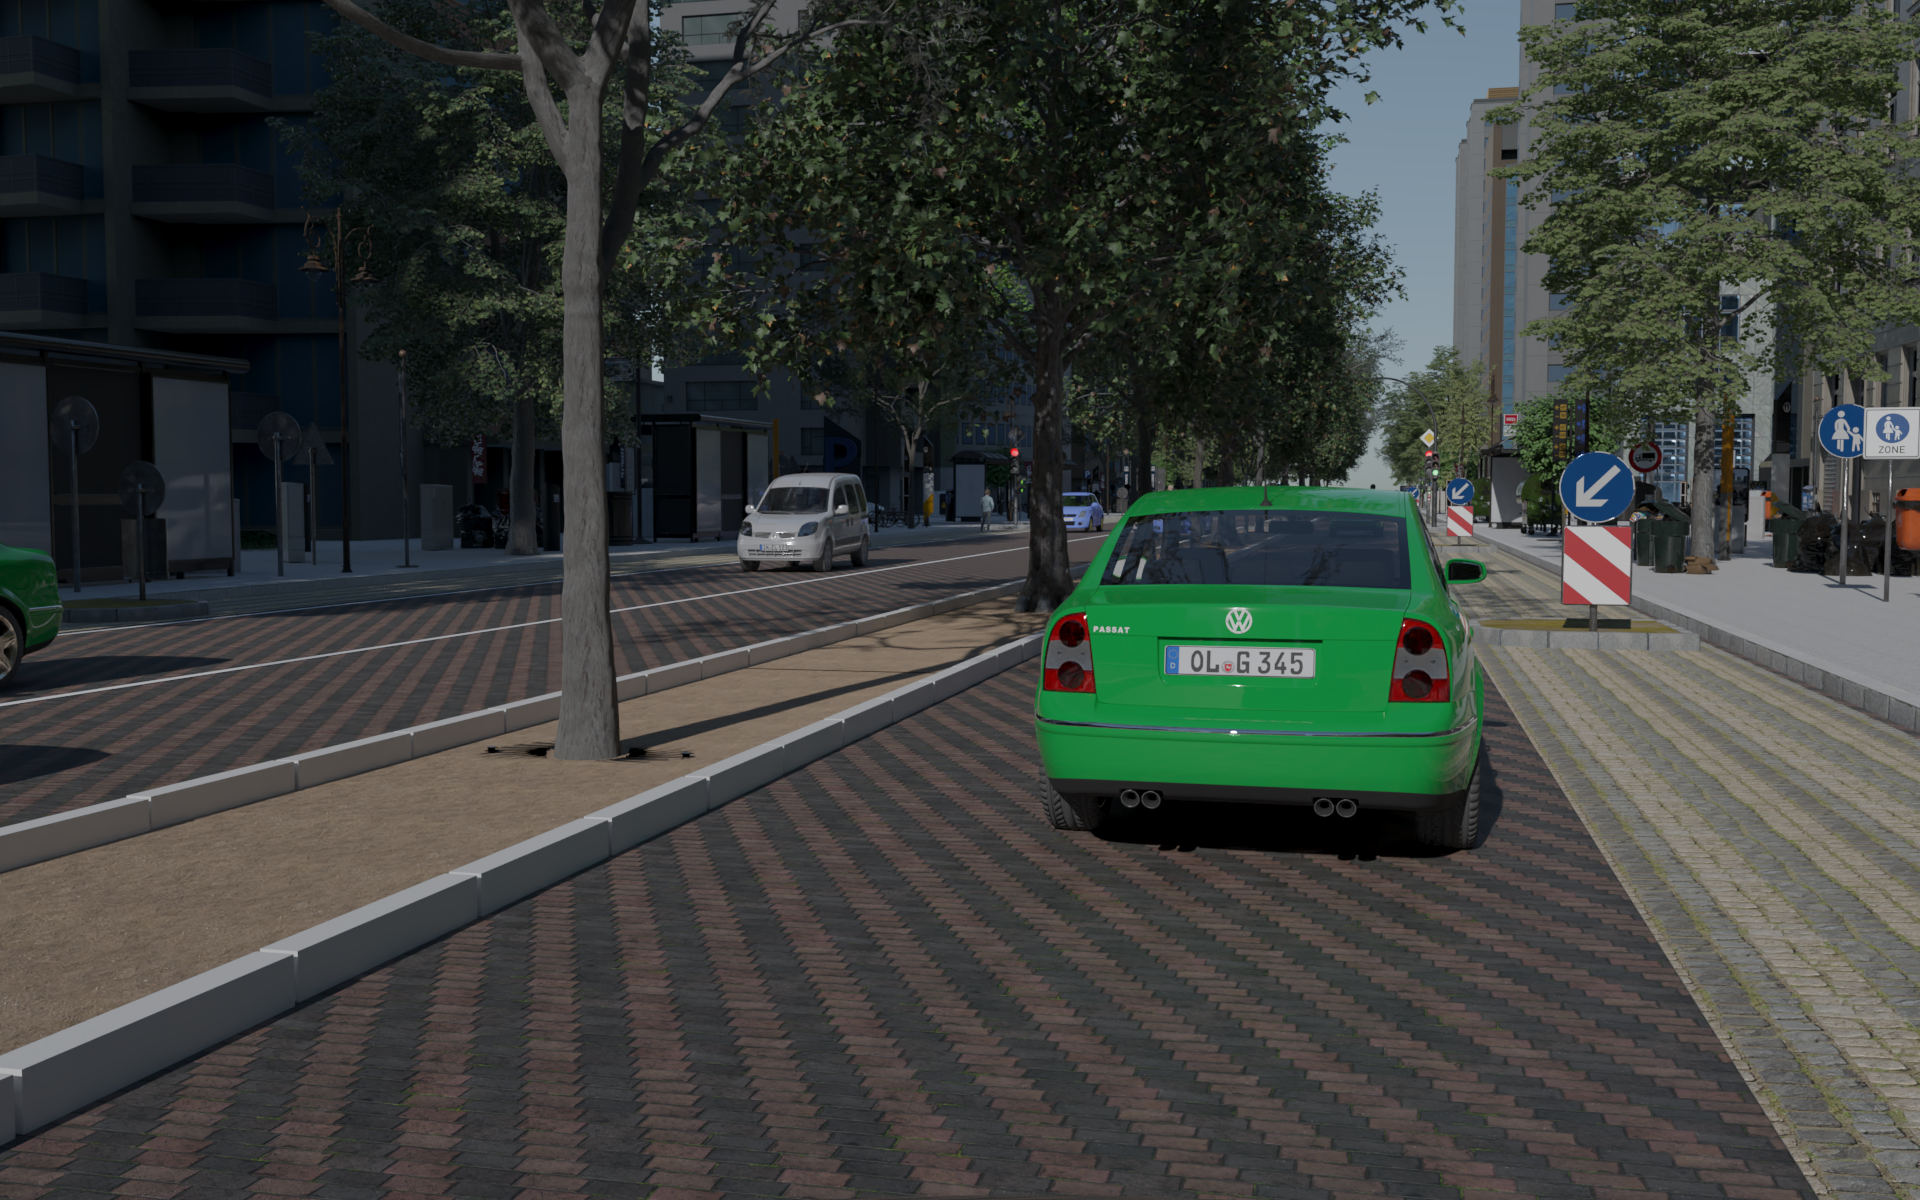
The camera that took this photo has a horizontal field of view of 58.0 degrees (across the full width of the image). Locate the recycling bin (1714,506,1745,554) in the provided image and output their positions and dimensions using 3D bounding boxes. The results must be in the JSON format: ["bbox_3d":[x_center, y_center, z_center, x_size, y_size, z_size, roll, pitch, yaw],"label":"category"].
[{"bbox_3d":[16.594,-1.532,37.602,0.722,1.027,0.722,1,4,18],"label":"recycling bin"}]

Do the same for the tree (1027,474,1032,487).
[{"bbox_3d":[4.413,-5.698,87.763,1.663,3.219,1.824,0,3,0],"label":"tree"}]

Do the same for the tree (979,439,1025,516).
[{"bbox_3d":[2.476,-7.334,103.616,4.285,4.588,4.351,0,3,0],"label":"tree"}]

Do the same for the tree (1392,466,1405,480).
[{"bbox_3d":[55.015,-15.939,210.968,4.737,8.622,4.395,0,3,0],"label":"tree"}]

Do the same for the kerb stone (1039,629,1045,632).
[{"bbox_3d":[0.844,0.358,16.350,0.120,0.150,1.000,1,4,13],"label":"kerb stone"}]

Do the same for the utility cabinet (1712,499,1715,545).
[{"bbox_3d":[14.643,-1.399,34.032,0.306,1.237,1.020,1,4,19],"label":"utility cabinet"}]

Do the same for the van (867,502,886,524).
[{"bbox_3d":[-5.292,-4.216,75.950,4.112,2.044,2.013,1,4,14],"label":"van"}]

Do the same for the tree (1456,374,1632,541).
[{"bbox_3d":[16.652,-3.896,47.415,4.285,4.588,4.351,0,3,0],"label":"tree"}]

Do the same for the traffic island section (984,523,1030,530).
[{"bbox_3d":[2.268,-2.970,70.846,2.009,0.180,2.903,1,4,13],"label":"traffic island section"}]

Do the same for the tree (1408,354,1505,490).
[{"bbox_3d":[26.674,-8.644,91.687,4.737,8.622,4.395,0,3,0],"label":"tree"}]

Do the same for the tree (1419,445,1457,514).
[{"bbox_3d":[28.607,-7.067,99.254,4.285,4.588,4.351,0,3,0],"label":"tree"}]

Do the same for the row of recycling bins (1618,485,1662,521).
[{"bbox_3d":[31.451,-4.533,81.234,1.069,1.692,3.534,-2,4,-25],"label":"row of recycling bins"}]

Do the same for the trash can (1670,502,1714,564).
[{"bbox_3d":[13.547,-1.250,32.089,0.748,1.137,0.748,0,3,0],"label":"trash can"}]

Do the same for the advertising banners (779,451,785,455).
[{"bbox_3d":[-7.656,-4.522,70.130,0.090,3.025,2.074,2,4,27],"label":"advertising banners"}]

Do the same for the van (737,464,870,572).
[{"bbox_3d":[-2.948,-1.599,33.148,2.013,2.044,4.112,1,4,11],"label":"van"}]

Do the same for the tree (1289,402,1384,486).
[{"bbox_3d":[27.053,-13.534,130.401,9.857,13.997,8.962,0,3,0],"label":"tree"}]

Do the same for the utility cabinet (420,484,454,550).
[{"bbox_3d":[-11.950,-1.893,39.626,0.318,1.500,1.173,0,4,5],"label":"utility cabinet"}]

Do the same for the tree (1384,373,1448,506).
[{"bbox_3d":[48.690,-16.831,181.839,9.857,13.997,8.962,0,3,0],"label":"tree"}]

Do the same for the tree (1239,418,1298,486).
[{"bbox_3d":[9.071,-6.227,54.632,4.360,8.622,3.978,0,3,0],"label":"tree"}]

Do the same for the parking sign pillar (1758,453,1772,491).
[{"bbox_3d":[51.241,-7.423,109.840,1.447,3.967,1.447,-1,4,-12],"label":"parking sign pillar"}]

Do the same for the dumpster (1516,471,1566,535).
[{"bbox_3d":[18.358,-3.181,54.503,1.502,2.255,1.985,1,4,13],"label":"dumpster"}]

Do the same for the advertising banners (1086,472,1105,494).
[{"bbox_3d":[10.578,-8.617,137.070,2.074,3.025,0.090,-1,4,-10],"label":"advertising banners"}]

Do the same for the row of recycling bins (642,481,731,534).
[{"bbox_3d":[-8.231,-2.857,53.820,3.534,1.692,1.069,-2,4,-24],"label":"row of recycling bins"}]

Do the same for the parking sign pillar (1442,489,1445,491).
[{"bbox_3d":[40.858,-9.563,144.828,1.447,3.967,1.447,-3,4,-37],"label":"parking sign pillar"}]

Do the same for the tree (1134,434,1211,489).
[{"bbox_3d":[17.791,-14.099,148.653,7.486,12.596,7.792,0,3,0],"label":"tree"}]

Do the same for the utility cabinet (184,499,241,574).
[{"bbox_3d":[-12.200,-1.034,28.075,0.306,1.237,1.020,2,4,34],"label":"utility cabinet"}]

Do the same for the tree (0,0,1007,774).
[{"bbox_3d":[-2.021,-5.893,9.175,12.009,13.543,11.850,0,3,0],"label":"tree"}]

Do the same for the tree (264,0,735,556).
[{"bbox_3d":[-9.226,-7.919,36.123,9.857,13.997,8.962,0,3,0],"label":"tree"}]

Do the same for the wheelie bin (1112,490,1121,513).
[{"bbox_3d":[10.797,-6.818,119.379,0.693,1.594,0.980,0,4,-5],"label":"wheelie bin"}]

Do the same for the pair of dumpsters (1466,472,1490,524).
[{"bbox_3d":[23.199,-4.549,76.877,1.574,2.255,4.437,1,4,14],"label":"pair of dumpsters"}]

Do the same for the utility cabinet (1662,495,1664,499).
[{"bbox_3d":[37.870,-5.049,93.705,0.306,1.237,1.020,2,4,27],"label":"utility cabinet"}]

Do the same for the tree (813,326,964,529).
[{"bbox_3d":[-1.985,-7.900,63.584,8.767,10.594,7.601,2,4,24],"label":"tree"}]

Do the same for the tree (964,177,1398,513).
[{"bbox_3d":[5.286,-6.254,39.120,8.767,10.594,7.601,1,4,13],"label":"tree"}]

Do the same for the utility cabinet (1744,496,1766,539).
[{"bbox_3d":[22.479,-2.350,49.587,1.020,1.237,0.306,2,4,31],"label":"utility cabinet"}]

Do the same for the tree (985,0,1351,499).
[{"bbox_3d":[3.214,-6.247,30.345,9.928,11.665,9.643,0,3,0],"label":"tree"}]

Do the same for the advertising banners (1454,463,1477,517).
[{"bbox_3d":[28.461,-6.109,96.063,2.074,3.025,0.090,1,4,15],"label":"advertising banners"}]

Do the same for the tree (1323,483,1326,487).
[{"bbox_3d":[30.844,-11.837,146.347,4.737,8.622,4.395,0,3,0],"label":"tree"}]

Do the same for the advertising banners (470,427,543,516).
[{"bbox_3d":[-11.758,-2.976,44.839,2.074,3.025,0.090,-3,4,-38],"label":"advertising banners"}]

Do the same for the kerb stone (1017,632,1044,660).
[{"bbox_3d":[0.603,0.421,15.356,0.120,0.150,1.000,1,4,13],"label":"kerb stone"}]

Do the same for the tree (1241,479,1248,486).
[{"bbox_3d":[32.175,-17.706,207.626,7.486,12.596,7.792,0,3,0],"label":"tree"}]

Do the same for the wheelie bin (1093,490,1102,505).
[{"bbox_3d":[9.449,-6.831,119.598,0.693,1.594,0.980,1,4,15],"label":"wheelie bin"}]

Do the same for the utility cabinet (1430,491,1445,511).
[{"bbox_3d":[36.257,-7.518,131.600,1.173,1.500,0.318,1,4,16],"label":"utility cabinet"}]

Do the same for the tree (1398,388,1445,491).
[{"bbox_3d":[41.264,-13.350,152.685,7.601,10.594,8.767,0,4,-2],"label":"tree"}]

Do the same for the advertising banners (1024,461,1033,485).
[{"bbox_3d":[4.425,-5.891,92.501,2.074,3.025,0.090,0,4,6],"label":"advertising banners"}]

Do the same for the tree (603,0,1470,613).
[{"bbox_3d":[1.055,-6.192,20.699,9.611,12.733,9.660,0,3,0],"label":"tree"}]

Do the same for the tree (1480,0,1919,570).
[{"bbox_3d":[12.610,-6.759,28.644,7.486,12.596,7.792,0,3,0],"label":"tree"}]

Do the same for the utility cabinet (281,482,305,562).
[{"bbox_3d":[-12.571,-1.465,32.628,0.318,1.500,1.173,-2,4,-28],"label":"utility cabinet"}]

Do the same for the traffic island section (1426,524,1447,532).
[{"bbox_3d":[18.352,-2.735,66.991,2.009,0.180,2.903,1,4,13],"label":"traffic island section"}]

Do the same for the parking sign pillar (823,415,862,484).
[{"bbox_3d":[-4.004,-4.317,59.048,1.447,3.967,1.447,0,4,3],"label":"parking sign pillar"}]

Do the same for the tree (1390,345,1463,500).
[{"bbox_3d":[37.150,-13.087,132.103,7.486,12.596,7.792,0,3,0],"label":"tree"}]

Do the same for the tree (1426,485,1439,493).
[{"bbox_3d":[45.441,-10.578,167.555,1.663,3.219,1.824,0,3,0],"label":"tree"}]

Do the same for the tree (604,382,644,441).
[{"bbox_3d":[-19.951,-9.015,97.754,4.737,8.622,4.395,0,3,0],"label":"tree"}]

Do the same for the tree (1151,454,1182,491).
[{"bbox_3d":[16.435,-9.661,141.665,4.285,4.588,4.351,0,3,0],"label":"tree"}]
